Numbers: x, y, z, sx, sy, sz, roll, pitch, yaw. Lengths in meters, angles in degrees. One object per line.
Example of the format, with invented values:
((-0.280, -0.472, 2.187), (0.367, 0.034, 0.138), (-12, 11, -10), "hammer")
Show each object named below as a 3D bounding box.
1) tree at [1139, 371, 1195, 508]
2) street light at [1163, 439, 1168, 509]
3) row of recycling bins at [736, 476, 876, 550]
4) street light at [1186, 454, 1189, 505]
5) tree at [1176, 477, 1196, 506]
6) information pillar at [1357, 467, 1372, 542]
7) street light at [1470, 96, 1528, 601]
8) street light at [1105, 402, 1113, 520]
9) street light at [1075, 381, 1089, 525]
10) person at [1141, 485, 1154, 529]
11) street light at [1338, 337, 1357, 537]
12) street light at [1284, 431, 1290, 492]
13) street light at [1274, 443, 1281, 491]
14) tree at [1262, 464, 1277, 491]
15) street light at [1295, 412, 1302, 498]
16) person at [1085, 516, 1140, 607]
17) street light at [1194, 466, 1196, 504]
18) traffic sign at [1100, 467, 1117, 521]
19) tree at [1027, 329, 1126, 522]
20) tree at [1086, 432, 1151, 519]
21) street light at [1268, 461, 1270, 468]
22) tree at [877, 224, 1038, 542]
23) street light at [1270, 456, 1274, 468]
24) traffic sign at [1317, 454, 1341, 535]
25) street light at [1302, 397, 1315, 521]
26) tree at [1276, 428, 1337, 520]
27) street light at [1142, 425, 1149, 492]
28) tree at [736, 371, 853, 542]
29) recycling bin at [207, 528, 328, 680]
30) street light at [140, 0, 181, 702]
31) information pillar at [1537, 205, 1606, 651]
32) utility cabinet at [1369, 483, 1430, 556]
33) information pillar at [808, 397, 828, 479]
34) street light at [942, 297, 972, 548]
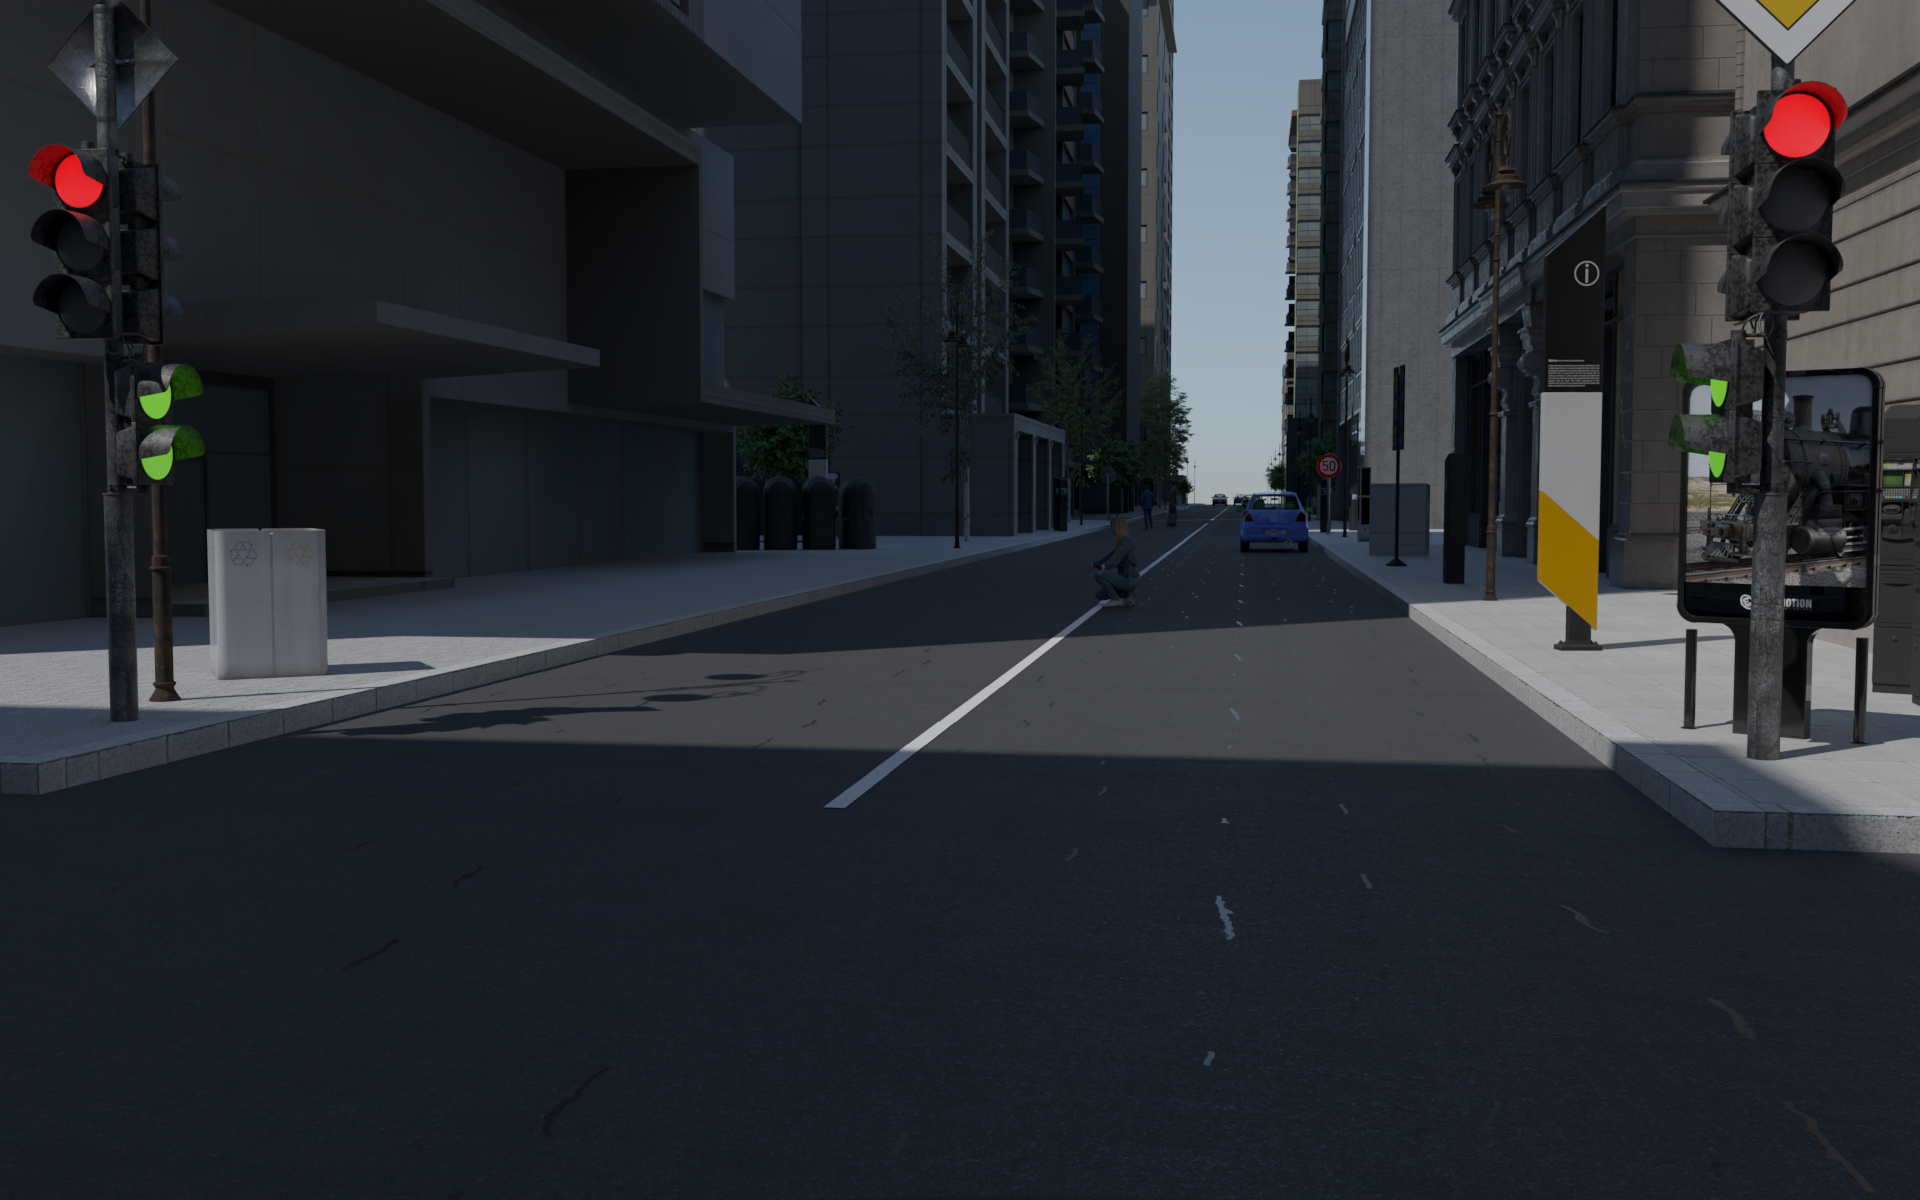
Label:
((18.211, -14.796, 160.046), (7.486, 12.596, 7.792), (0, 3, 0), "tree")
((17.279, -10.581, 145.788), (0.468, 5.910, 1.993), (1, 4, 9), "street light")
((-3.687, -2.017, 40.089), (3.534, 1.692, 1.069), (-1, 4, -14), "row of recycling bins")
((26.014, -13.782, 198.122), (0.468, 5.910, 1.993), (1, 4, 9), "street light")
((24.959, -12.106, 192.535), (1.663, 3.219, 1.824), (0, 3, 0), "tree")
((10.906, -2.583, 46.727), (0.304, 2.012, 0.304), (0, 4, 1), "information pillar")
((6.384, -2.929, 20.671), (0.468, 5.910, 1.993), (1, 4, 9), "street light")
((7.352, -6.896, 85.543), (0.468, 5.910, 1.993), (1, 4, 9), "street light")
((4.981, -6.002, 70.913), (0.468, 5.910, 1.993), (1, 4, 9), "street light")
((7.618, -3.766, 70.257), (0.721, 1.800, 0.419), (-2, 4, -31), "person")
((11.439, -4.803, 51.312), (0.468, 5.910, 1.993), (1, 4, 9), "street light")
((24.051, -9.460, 127.463), (0.468, 5.910, 1.993), (1, 4, 9), "street light")
((29.047, -11.300, 157.547), (0.468, 5.910, 1.993), (1, 4, 9), "street light")
((30.441, -11.066, 164.636), (4.285, 4.588, 4.351), (0, 3, 0), "tree")
((19.038, -7.614, 97.275), (0.468, 5.910, 1.993), (1, 4, 9), "street light")
((1.925, -0.494, 22.075), (0.738, 1.151, 1.012), (1, 4, 8), "person")
((30.982, -15.643, 228.553), (0.468, 5.910, 1.993), (1, 4, 9), "street light")
((6.944, -4.958, 81.162), (0.768, 2.556, 0.104), (1, 4, 15), "traffic sign")
((5.178, -7.809, 78.040), (4.737, 8.622, 4.395), (0, 3, 0), "tree")
((8.327, -6.561, 90.991), (4.285, 4.588, 4.351), (0, 3, 0), "tree")
((37.431, -14.408, 208.362), (0.468, 5.910, 1.993), (1, 4, 9), "street light")
((-0.057, -5.887, 46.609), (4.360, 8.622, 3.978), (0, 3, 0), "tree")
((32.396, -12.556, 178.080), (0.468, 5.910, 1.993), (1, 4, 9), "street light")
((11.680, -3.350, 54.879), (0.768, 2.556, 0.104), (1, 4, 15), "traffic sign")
((16.458, -6.643, 81.393), (0.468, 5.910, 1.993), (1, 4, 9), "street light")
((18.402, -6.278, 86.360), (4.285, 4.588, 4.351), (0, 3, 0), "tree")
((12.372, -8.739, 115.672), (0.468, 5.910, 1.993), (1, 4, 9), "street light")
((-4.564, -3.832, 46.374), (4.285, 4.588, 4.351), (0, 3, 0), "tree")
((-4.944, 0.012, 12.362), (0.722, 1.027, 0.722), (-2, 4, -28), "recycling bin")
((-4.939, -2.312, 10.581), (0.468, 5.910, 1.993), (1, 4, 9), "street light")
((5.002, -1.394, 14.140), (0.504, 3.616, 0.183), (0, 4, 1), "information pillar")
((9.077, -1.656, 35.756), (1.173, 1.500, 0.318), (2, 4, 30), "utility cabinet")
((-3.422, -3.076, 41.640), (0.504, 3.616, 0.183), (1, 4, 23), "information pillar")
((-0.069, -4.162, 40.838), (0.468, 5.910, 1.993), (1, 4, 9), "street light")
